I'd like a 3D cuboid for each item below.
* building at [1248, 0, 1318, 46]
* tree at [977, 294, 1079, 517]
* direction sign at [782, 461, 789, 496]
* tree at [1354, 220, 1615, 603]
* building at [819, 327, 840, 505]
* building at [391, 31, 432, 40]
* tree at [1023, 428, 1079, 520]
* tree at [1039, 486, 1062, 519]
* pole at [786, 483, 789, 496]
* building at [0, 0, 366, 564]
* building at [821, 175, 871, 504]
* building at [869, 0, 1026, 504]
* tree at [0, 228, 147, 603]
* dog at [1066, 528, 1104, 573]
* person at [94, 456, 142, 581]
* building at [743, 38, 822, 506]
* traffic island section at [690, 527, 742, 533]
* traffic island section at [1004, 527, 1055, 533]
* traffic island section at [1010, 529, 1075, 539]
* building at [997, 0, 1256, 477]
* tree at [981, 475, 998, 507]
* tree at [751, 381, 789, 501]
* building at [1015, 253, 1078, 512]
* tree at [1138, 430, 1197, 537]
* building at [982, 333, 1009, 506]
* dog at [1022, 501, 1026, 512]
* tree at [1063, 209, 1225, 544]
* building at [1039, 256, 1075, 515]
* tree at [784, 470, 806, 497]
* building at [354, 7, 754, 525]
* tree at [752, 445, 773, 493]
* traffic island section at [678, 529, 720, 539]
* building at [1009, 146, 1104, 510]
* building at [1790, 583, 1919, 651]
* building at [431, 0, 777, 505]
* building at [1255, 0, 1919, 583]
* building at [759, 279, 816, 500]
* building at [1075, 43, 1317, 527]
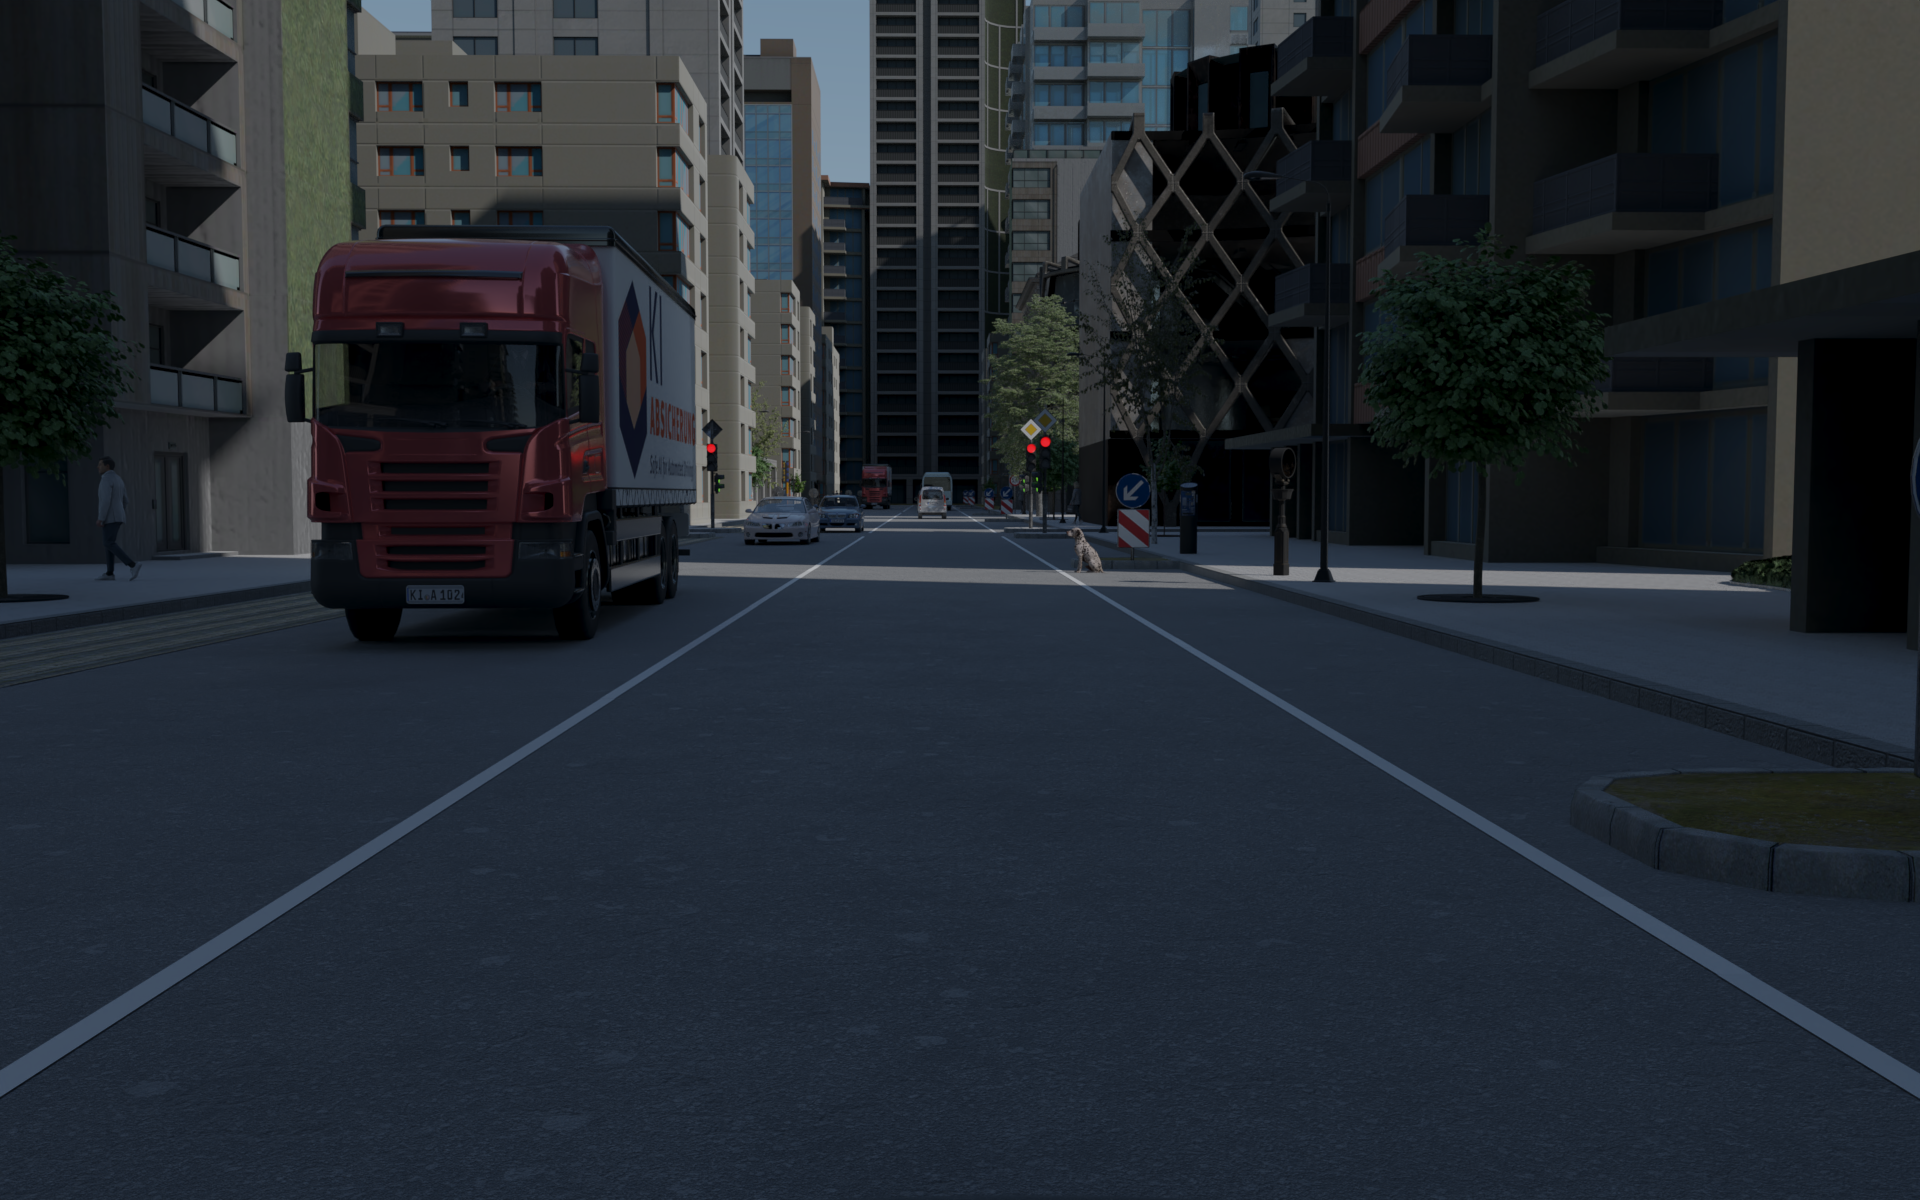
[{"bbox_3d":[43.440,-46.832,203.952,20.611,71.187,20.563,0,4,-1],"label":"building"},{"bbox_3d":[4.719,-11.014,98.199,7.486,12.596,7.792,0,3,0],"label":"tree"},{"bbox_3d":[-11.833,-7.680,117.572,0.379,3.537,0.876,1,4,21],"label":"direction sign"},{"bbox_3d":[6.250,-2.271,20.841,4.285,4.588,4.351,0,3,0],"label":"tree"},{"bbox_3d":[-29.177,-21.761,200.835,28.899,21.520,27.650,0,4,-1],"label":"building"},{"bbox_3d":[-57.582,-37.275,198.686,27.495,52.752,28.713,0,4,-1],"label":"building"},{"bbox_3d":[4.663,-6.247,85.856,4.285,4.588,4.351,0,3,0],"label":"tree"},{"bbox_3d":[4.545,-5.884,90.812,1.663,3.219,1.824,0,3,0],"label":"tree"},{"bbox_3d":[-11.965,-7.699,119.727,0.158,3.312,0.155,0,3,0],"label":"pole"},{"bbox_3d":[-20.974,-21.388,33.295,14.154,41.232,14.086,0,4,-1],"label":"building"},{"bbox_3d":[-26.281,-35.493,234.939,28.867,44.769,22.147,0,4,-1],"label":"building"},{"bbox_3d":[-1.528,-48.637,233.474,20.611,71.187,20.563,0,4,-1],"label":"building"},{"bbox_3d":[-11.532,-2.274,20.902,4.285,4.588,4.351,0,3,0],"label":"tree"},{"bbox_3d":[2.391,-0.897,31.496,0.800,0.831,0.513,3,5,42],"label":"dog"},{"bbox_3d":[-12.490,-1.210,25.666,0.795,1.843,0.661,0,4,-1],"label":"person"},{"bbox_3d":[-21.347,-32.103,174.989,14.600,45.320,14.200,0,4,-1],"label":"building"},{"bbox_3d":[-9.265,-2.599,64.774,2.009,0.180,2.903,0,4,-1],"label":"traffic island section"},{"bbox_3d":[2.675,-2.611,64.967,2.009,0.180,2.903,0,4,-1],"label":"traffic island section"},{"bbox_3d":[2.808,-2.122,56.983,2.009,0.180,2.903,0,4,-1],"label":"traffic island section"},{"bbox_3d":[15.860,-33.656,169.891,23.786,49.044,30.456,0,4,-1],"label":"building"},{"bbox_3d":[2.923,-10.914,173.047,1.663,3.219,1.824,0,3,0],"label":"tree"},{"bbox_3d":[-12.555,-9.445,104.791,4.737,8.622,4.395,0,3,0],"label":"tree"},{"bbox_3d":[9.886,-16.232,130.018,10.561,19.102,19.286,0,4,-1],"label":"building"},{"bbox_3d":[6.147,-3.508,51.953,1.663,3.219,1.824,0,3,0],"label":"tree"},{"bbox_3d":[16.747,-21.734,200.395,27.650,21.520,28.899,0,4,-1],"label":"building"},{"bbox_3d":[4.471,-6.397,118.966,0.513,0.831,0.800,3,4,36],"label":"dog"},{"bbox_3d":[4.891,-5.744,44.269,4.360,8.622,3.978,0,3,0],"label":"tree"},{"bbox_3d":[13.477,-14.961,112.071,16.820,18.784,16.811,0,4,-1],"label":"building"},{"bbox_3d":[-12.913,-8.735,137.423,1.663,3.219,1.824,0,3,0],"label":"tree"},{"bbox_3d":[-25.127,-14.545,82.853,27.650,21.520,28.899,0,4,-1],"label":"building"},{"bbox_3d":[-12.512,-7.119,100.114,4.285,4.588,4.351,0,3,0],"label":"tree"},{"bbox_3d":[-9.132,-2.111,56.790,2.009,0.180,2.903,0,4,-1],"label":"traffic island section"},{"bbox_3d":[11.136,-23.024,148.136,14.160,30.474,14.107,0,4,-1],"label":"building"},{"bbox_3d":[17.618,-21.279,2.537,22.147,44.769,28.867,0,4,-1],"label":"building"},{"bbox_3d":[-23.529,-41.699,120.027,20.563,71.187,20.611,0,4,-1],"label":"building"},{"bbox_3d":[19.321,-23.532,39.369,22.147,44.769,28.867,0,4,-1],"label":"building"},{"bbox_3d":[-27.610,-18.903,154.099,27.650,21.520,28.899,0,4,-1],"label":"building"},{"bbox_3d":[14.113,-12.590,73.294,16.811,18.784,16.820,0,4,-1],"label":"building"}]
